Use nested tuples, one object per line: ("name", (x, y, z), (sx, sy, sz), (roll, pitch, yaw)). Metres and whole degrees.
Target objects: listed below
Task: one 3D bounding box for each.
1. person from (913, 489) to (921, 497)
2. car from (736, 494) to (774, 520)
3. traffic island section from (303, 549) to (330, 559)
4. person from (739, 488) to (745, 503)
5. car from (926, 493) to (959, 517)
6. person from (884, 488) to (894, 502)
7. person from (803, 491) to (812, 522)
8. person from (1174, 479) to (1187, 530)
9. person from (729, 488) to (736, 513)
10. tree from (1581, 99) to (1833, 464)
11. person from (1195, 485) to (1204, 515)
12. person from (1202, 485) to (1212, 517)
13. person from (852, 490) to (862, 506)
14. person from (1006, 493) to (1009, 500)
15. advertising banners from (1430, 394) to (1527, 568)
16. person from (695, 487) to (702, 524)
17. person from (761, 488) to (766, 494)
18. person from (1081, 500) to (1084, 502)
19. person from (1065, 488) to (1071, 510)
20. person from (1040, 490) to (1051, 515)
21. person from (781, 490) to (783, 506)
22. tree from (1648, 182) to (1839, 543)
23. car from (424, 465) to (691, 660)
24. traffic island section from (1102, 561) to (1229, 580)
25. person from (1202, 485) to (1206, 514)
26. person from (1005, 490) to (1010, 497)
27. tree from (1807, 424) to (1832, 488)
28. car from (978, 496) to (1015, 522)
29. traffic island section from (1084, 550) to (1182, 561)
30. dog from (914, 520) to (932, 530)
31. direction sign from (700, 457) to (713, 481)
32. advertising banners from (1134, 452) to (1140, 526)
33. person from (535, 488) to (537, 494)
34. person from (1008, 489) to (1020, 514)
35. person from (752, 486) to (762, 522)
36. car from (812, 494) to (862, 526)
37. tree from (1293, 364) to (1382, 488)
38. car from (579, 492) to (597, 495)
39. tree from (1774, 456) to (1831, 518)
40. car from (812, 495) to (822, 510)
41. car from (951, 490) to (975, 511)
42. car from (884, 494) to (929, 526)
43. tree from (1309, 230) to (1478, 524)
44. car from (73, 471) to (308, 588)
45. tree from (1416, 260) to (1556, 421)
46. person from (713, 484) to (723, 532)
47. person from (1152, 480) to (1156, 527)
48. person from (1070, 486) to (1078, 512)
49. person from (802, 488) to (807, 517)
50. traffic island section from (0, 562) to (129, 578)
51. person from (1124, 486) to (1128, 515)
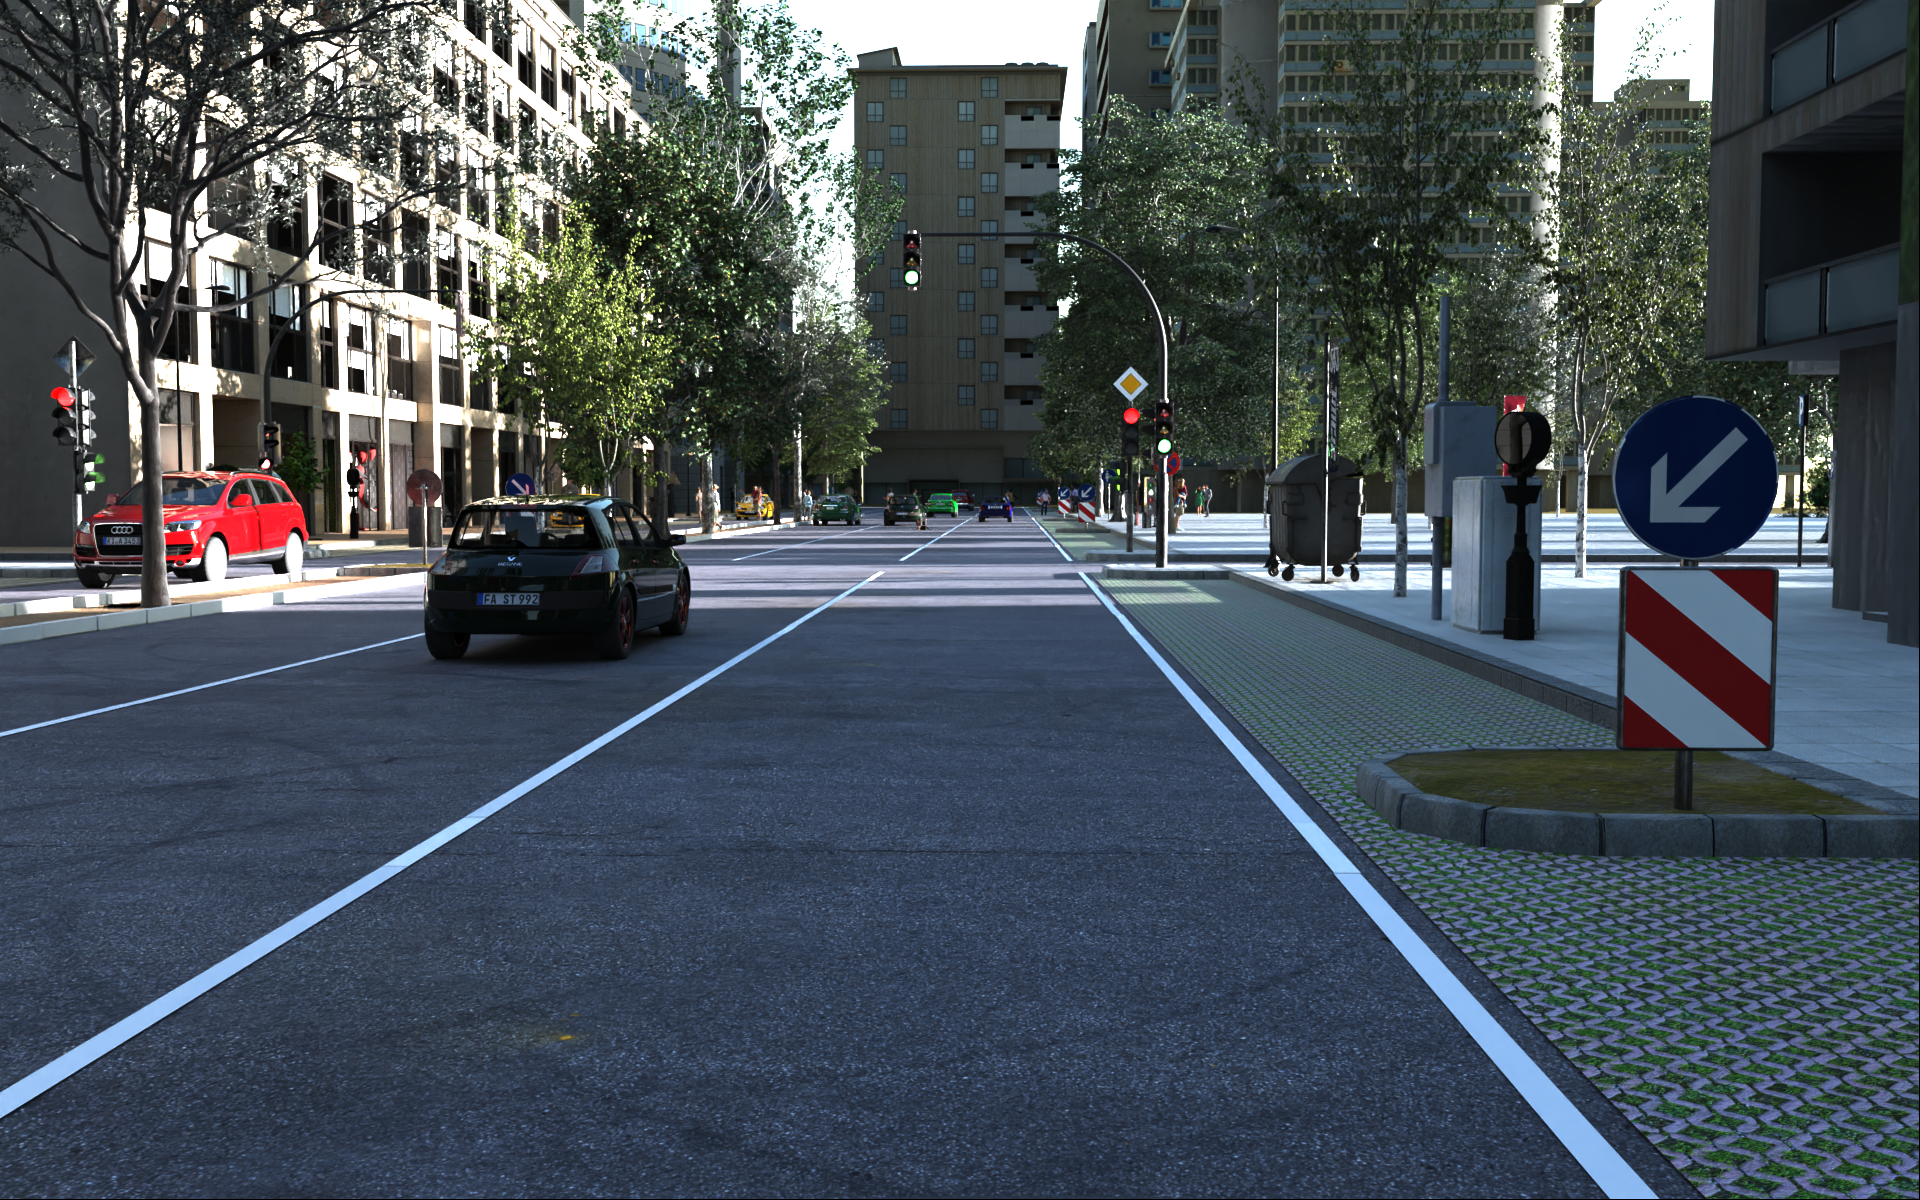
("person", (-2.644, -5.902, 105.560), (0.524, 1.755, 0.480), (-1, 4, -16))
("car", (-11.362, -5.256, 96.152), (2.015, 1.641, 3.980), (0, 4, 2))
("traffic island section", (-15.465, -1.011, 38.814), (2.009, 0.180, 2.903), (0, 4, 2))
("person", (-13.902, -6.216, 110.228), (0.635, 1.810, 0.391), (3, 5, 42))
("car", (-1.097, -6.075, 108.129), (1.959, 1.807, 4.718), (0, 4, 3))
("person", (-3.774, -5.164, 93.293), (0.532, 1.782, 0.716), (3, 5, 40))
("person", (-7.632, -4.695, 87.072), (0.589, 1.601, 0.330), (3, 5, 41))
("person", (7.737, -3.368, 61.091), (0.573, 1.828, 0.580), (-3, 5, -44))
("person", (-15.478, -6.823, 118.419), (0.721, 1.723, 1.217), (-1, 4, -15))
("tree", (25.592, -9.188, 56.875), (9.857, 13.997, 8.962), (0, 3, 0))
("person", (14.327, -5.957, 103.680), (0.600, 1.795, 0.529), (0, 4, 3))
("person", (13.736, -5.519, 96.459), (0.473, 1.802, 0.592), (0, 4, -7))
("person", (-7.142, -6.701, 118.780), (1.217, 1.735, 0.721), (3, 5, 41))
("person", (3.042, -6.162, 111.840), (0.523, 1.515, 0.503), (2, 4, 25))
("advertising banners", (9.088, -2.085, 30.270), (2.074, 3.025, 0.090), (-2, 4, -25))
("person", (-12.468, -4.535, 82.986), (0.599, 1.781, 0.374), (-3, 5, -43))
("person", (-15.175, -7.681, 132.151), (0.750, 1.759, 0.617), (-2, 4, -24))
("person", (11.868, -9.965, 169.495), (0.617, 1.759, 0.750), (-3, 5, -41))
("person", (8.503, -7.882, 135.589), (0.621, 1.740, 0.551), (1, 4, 12))
("person", (5.736, -6.535, 116.292), (0.756, 1.711, 0.436), (0, 4, 6))
("person", (-19.383, -11.178, 189.526), (0.721, 1.735, 1.217), (0, 4, -1))
("tree", (23.049, -7.839, 45.171), (9.611, 12.733, 9.660), (0, 3, 0))
("car", (-3.692, -0.405, 16.405), (2.009, 1.686, 4.222), (0, 4, 2))
("traffic island section", (3.532, -0.488, 30.261), (2.009, 0.180, 2.903), (0, 4, 2))
("person", (15.542, -6.383, 110.176), (0.659, 1.850, 0.755), (1, 4, 14))
("person", (3.825, -7.823, 137.081), (0.551, 1.740, 0.621), (-3, 5, -43))
("tree", (33.241, -7.041, 65.482), (4.737, 8.622, 4.395), (0, 3, 0))
("car", (1.860, -4.678, 89.061), (1.945, 1.354, 3.894), (0, 4, 2))
("traffic island section", (3.768, -0.976, 38.242), (2.009, 0.180, 2.903), (0, 4, 2))
("dog", (-1.461, -2.970, 68.757), (0.748, 0.427, 0.550), (1, 4, 10))
("direction sign", (-15.608, -7.022, 106.812), (0.876, 3.537, 0.379), (1, 4, 18))
("advertising banners", (7.258, -4.565, 70.826), (0.090, 3.025, 2.074), (1, 4, 11))
("person", (-16.511, -3.759, 67.409), (0.836, 1.842, 0.656), (0, 4, -7))
("person", (3.740, -7.270, 127.456), (1.348, 1.812, 0.705), (1, 4, 17))
("person", (-10.112, -4.766, 86.398), (0.580, 1.828, 0.573), (1, 4, 20))
("car", (-5.655, -4.153, 79.704), (2.131, 1.459, 4.920), (0, 4, 4))
("tree", (21.845, -8.937, 96.488), (4.737, 8.622, 4.395), (0, 3, 0))
("car", (-14.553, -3.452, 66.670), (2.015, 1.641, 3.980), (0, 4, 1))
("tree", (51.807, -11.430, 88.697), (18.604, 14.587, 13.155), (2, 4, 29))
("car", (-9.332, -6.766, 122.983), (2.083, 1.381, 4.827), (0, 4, 4))
("car", (0.091, -8.487, 147.429), (2.281, 1.827, 5.304), (0, 4, 4))
("car", (-2.475, -4.228, 78.915), (2.009, 1.686, 4.222), (0, 4, 3))
("tree", (18.564, -9.546, 74.206), (7.486, 12.596, 7.792), (0, 3, 0))
("car", (-12.380, -1.191, 28.144), (2.281, 1.827, 5.304), (0, 4, 0))
("tree", (16.828, -6.427, 55.436), (4.737, 8.622, 4.395), (0, 3, 0))
("person", (-9.173, -3.440, 64.975), (0.641, 1.798, 0.478), (-2, 4, -25))
("person", (7.668, -3.689, 66.459), (0.679, 1.850, 0.850), (-2, 4, -27))
("person", (8.052, -7.126, 122.422), (0.709, 1.838, 0.599), (-3, 5, -40))
("person", (-9.722, -6.148, 109.198), (0.466, 1.800, 0.511), (-1, 4, -19))
("traffic island section", (-15.701, -0.523, 30.832), (2.009, 0.180, 2.903), (0, 4, 2))
("person", (10.584, -6.254, 108.496), (0.583, 1.804, 0.606), (-2, 4, -34))
